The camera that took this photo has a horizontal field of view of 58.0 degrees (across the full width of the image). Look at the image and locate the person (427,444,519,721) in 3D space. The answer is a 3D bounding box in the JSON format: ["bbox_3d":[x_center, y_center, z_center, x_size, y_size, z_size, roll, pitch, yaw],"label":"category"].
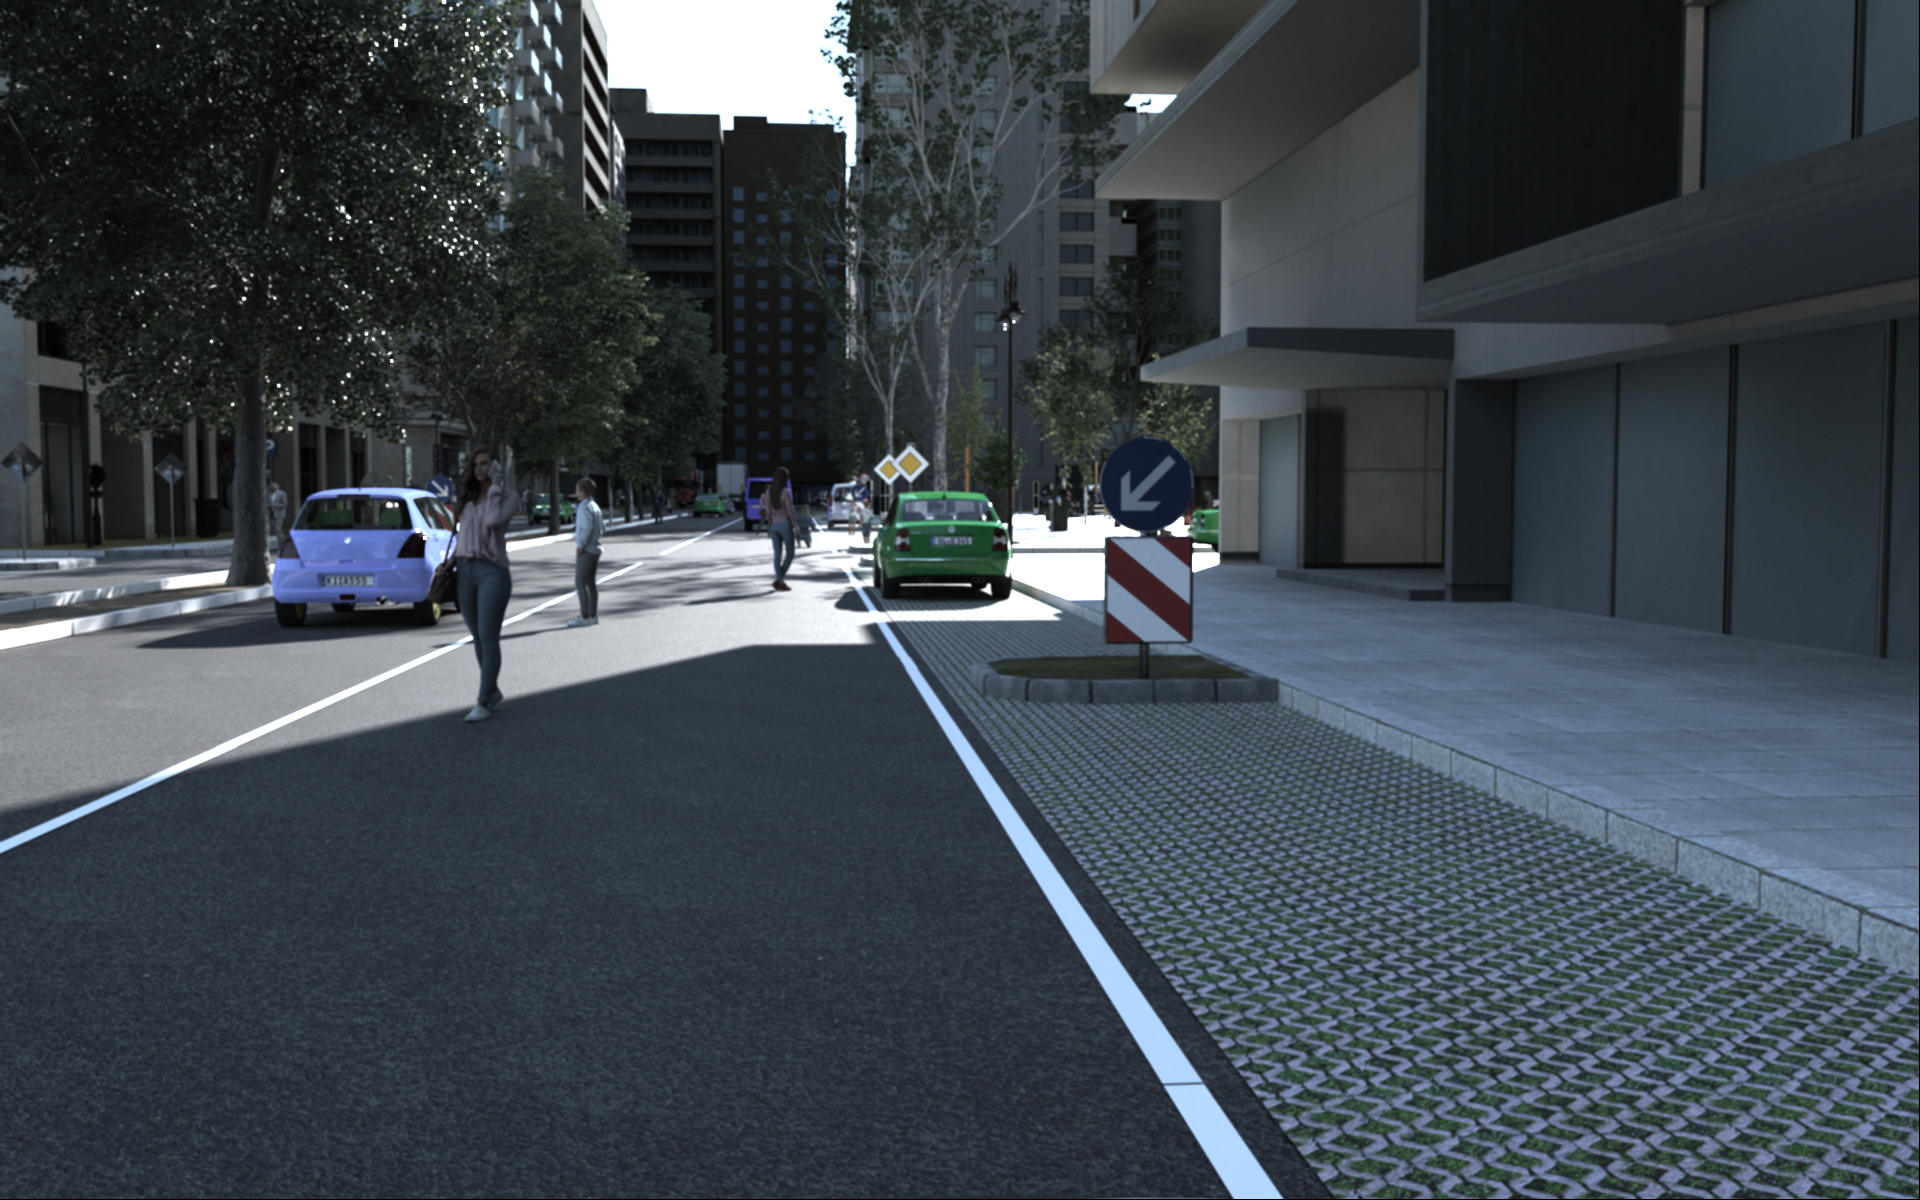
[{"bbox_3d":[-3.058,-0.125,11.138,0.593,1.750,0.643,1,4,22],"label":"person"}]

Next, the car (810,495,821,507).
[{"bbox_3d":[-14.573,-10.031,176.582,1.945,1.354,3.894,0,4,-4],"label":"car"}]

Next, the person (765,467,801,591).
[{"bbox_3d":[-2.610,-1.046,25.610,0.555,1.821,0.388,1,4,21],"label":"person"}]

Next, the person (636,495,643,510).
[{"bbox_3d":[-28.613,-8.924,154.280,0.709,1.838,0.599,1,4,16],"label":"person"}]

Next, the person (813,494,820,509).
[{"bbox_3d":[-12.463,-8.496,150.640,0.697,1.427,0.421,2,4,35],"label":"person"}]

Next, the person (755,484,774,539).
[{"bbox_3d":[-6.289,-2.861,55.861,0.643,1.750,0.593,3,5,40],"label":"person"}]

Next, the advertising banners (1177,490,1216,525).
[{"bbox_3d":[9.467,-4.589,71.220,2.074,3.025,0.090,0,3,0],"label":"advertising banners"}]

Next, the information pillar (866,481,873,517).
[{"bbox_3d":[-4.928,-5.487,94.206,0.304,2.012,0.304,1,4,17],"label":"information pillar"}]

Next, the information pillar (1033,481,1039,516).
[{"bbox_3d":[4.425,-5.894,100.860,0.304,2.012,0.304,0,4,2],"label":"information pillar"}]

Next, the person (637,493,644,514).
[{"bbox_3d":[-23.418,-7.257,126.776,0.705,1.869,1.348,-2,4,-24],"label":"person"}]

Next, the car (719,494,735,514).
[{"bbox_3d":[-16.968,-6.779,122.831,2.014,1.417,4.499,0,4,-4],"label":"car"}]

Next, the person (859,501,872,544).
[{"bbox_3d":[-2.499,-1.993,45.776,0.332,1.250,0.352,1,4,14],"label":"person"}]

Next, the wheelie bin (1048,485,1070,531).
[{"bbox_3d":[3.451,-3.194,60.125,0.693,1.594,0.980,-1,4,-14],"label":"wheelie bin"}]

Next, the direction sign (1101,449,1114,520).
[{"bbox_3d":[7.499,-5.797,86.781,0.876,3.537,0.379,1,4,12],"label":"direction sign"}]

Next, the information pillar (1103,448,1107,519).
[{"bbox_3d":[7.460,-5.971,88.985,0.183,3.616,0.504,0,4,-2],"label":"information pillar"}]

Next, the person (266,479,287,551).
[{"bbox_3d":[-17.198,-2.126,43.454,0.606,1.804,0.583,2,4,24],"label":"person"}]

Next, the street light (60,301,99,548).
[{"bbox_3d":[-20.816,-4.187,41.244,0.468,5.910,1.993,0,4,-5],"label":"street light"}]

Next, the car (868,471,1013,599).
[{"bbox_3d":[-0.320,-0.994,25.044,1.959,1.807,4.718,0,4,-5],"label":"car"}]

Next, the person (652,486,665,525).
[{"bbox_3d":[-14.103,-4.434,81.174,0.721,1.800,0.419,3,5,43],"label":"person"}]

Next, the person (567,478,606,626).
[{"bbox_3d":[-4.094,-0.533,19.023,0.330,1.601,0.589,1,4,16],"label":"person"}]

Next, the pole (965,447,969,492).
[{"bbox_3d":[0.308,-4.979,75.246,0.158,3.312,0.155,0,3,0],"label":"pole"}]

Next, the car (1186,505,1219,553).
[{"bbox_3d":[7.714,-1.951,40.700,4.718,1.807,1.959,0,4,-4],"label":"car"}]

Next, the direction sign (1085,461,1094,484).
[{"bbox_3d":[8.787,-7.682,117.597,0.379,3.537,0.876,-3,4,-38],"label":"direction sign"}]

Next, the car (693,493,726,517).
[{"bbox_3d":[-15.621,-6.063,107.920,1.959,1.807,4.718,0,4,-4],"label":"car"}]

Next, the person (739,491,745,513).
[{"bbox_3d":[-16.706,-7.533,133.135,0.593,1.643,0.415,-1,4,-13],"label":"person"}]

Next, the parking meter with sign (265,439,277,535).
[{"bbox_3d":[-21.637,-3.508,53.610,0.543,3.016,1.738,0,4,-6],"label":"parking meter with sign"}]

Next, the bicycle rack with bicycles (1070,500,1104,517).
[{"bbox_3d":[6.984,-5.250,99.225,2.852,0.926,2.925,2,4,28],"label":"bicycle rack with bicycles"}]

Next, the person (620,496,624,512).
[{"bbox_3d":[-26.362,-7.596,135.887,0.628,1.438,0.799,0,4,1],"label":"person"}]

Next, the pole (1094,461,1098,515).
[{"bbox_3d":[8.504,-7.002,108.326,0.158,3.312,0.155,0,3,0],"label":"pole"}]

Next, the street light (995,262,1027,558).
[{"bbox_3d":[1.006,-3.785,34.677,0.468,5.910,1.993,0,4,-5],"label":"street light"}]

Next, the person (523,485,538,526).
[{"bbox_3d":[-19.351,-4.248,78.056,0.679,1.850,0.850,0,4,-3],"label":"person"}]

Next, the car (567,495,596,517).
[{"bbox_3d":[-21.224,-5.164,96.428,2.014,1.417,4.499,0,4,-6],"label":"car"}]

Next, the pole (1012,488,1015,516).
[{"bbox_3d":[3.172,-6.685,103.149,0.158,3.312,0.155,0,3,0],"label":"pole"}]

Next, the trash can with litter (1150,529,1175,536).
[{"bbox_3d":[5.647,-2.317,49.264,1.055,1.170,0.624,3,5,39],"label":"trash can with litter"}]

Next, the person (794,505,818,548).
[{"bbox_3d":[-4.298,-1.989,46.511,1.012,1.151,0.738,-1,4,-10],"label":"person"}]

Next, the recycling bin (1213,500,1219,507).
[{"bbox_3d":[11.445,-4.018,78.242,0.722,1.027,0.722,-1,4,-11],"label":"recycling bin"}]

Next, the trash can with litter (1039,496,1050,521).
[{"bbox_3d":[4.446,-4.315,81.932,0.624,1.170,1.055,-3,5,-41],"label":"trash can with litter"}]

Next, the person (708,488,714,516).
[{"bbox_3d":[-16.082,-6.317,111.556,0.659,1.850,0.755,1,4,10],"label":"person"}]

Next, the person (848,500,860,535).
[{"bbox_3d":[-3.642,-2.837,59.906,0.505,1.210,0.382,1,4,17],"label":"person"}]

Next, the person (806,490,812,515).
[{"bbox_3d":[-10.472,-6.842,121.083,0.721,1.743,1.217,0,4,2],"label":"person"}]

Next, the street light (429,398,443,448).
[{"bbox_3d":[-24.538,-6.637,81.307,0.468,5.910,1.993,0,4,-5],"label":"street light"}]

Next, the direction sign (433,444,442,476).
[{"bbox_3d":[-23.955,-5.350,79.466,0.379,3.537,0.876,0,4,5],"label":"direction sign"}]

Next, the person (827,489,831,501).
[{"bbox_3d":[-10.556,-8.044,140.028,0.705,1.823,1.348,-1,4,-21],"label":"person"}]

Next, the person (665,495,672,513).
[{"bbox_3d":[-22.179,-7.502,131.873,0.721,1.735,1.217,2,4,26],"label":"person"}]

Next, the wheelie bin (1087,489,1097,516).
[{"bbox_3d":[7.724,-5.770,102.254,0.693,1.594,0.980,0,4,8],"label":"wheelie bin"}]

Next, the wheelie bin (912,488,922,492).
[{"bbox_3d":[-2.282,-5.043,90.359,0.693,1.594,0.980,-3,5,-42],"label":"wheelie bin"}]

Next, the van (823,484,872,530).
[{"bbox_3d":[-4.583,-3.896,70.715,2.013,2.044,4.112,0,4,-5],"label":"van"}]

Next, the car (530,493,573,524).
[{"bbox_3d":[-19.823,-4.591,83.864,1.959,1.807,4.718,0,4,-7],"label":"car"}]

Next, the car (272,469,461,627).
[{"bbox_3d":[-6.675,-0.641,20.074,1.945,1.707,3.694,0,4,-7],"label":"car"}]

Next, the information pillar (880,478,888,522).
[{"bbox_3d":[-3.459,-4.598,79.676,0.304,2.012,0.304,2,4,34],"label":"information pillar"}]
